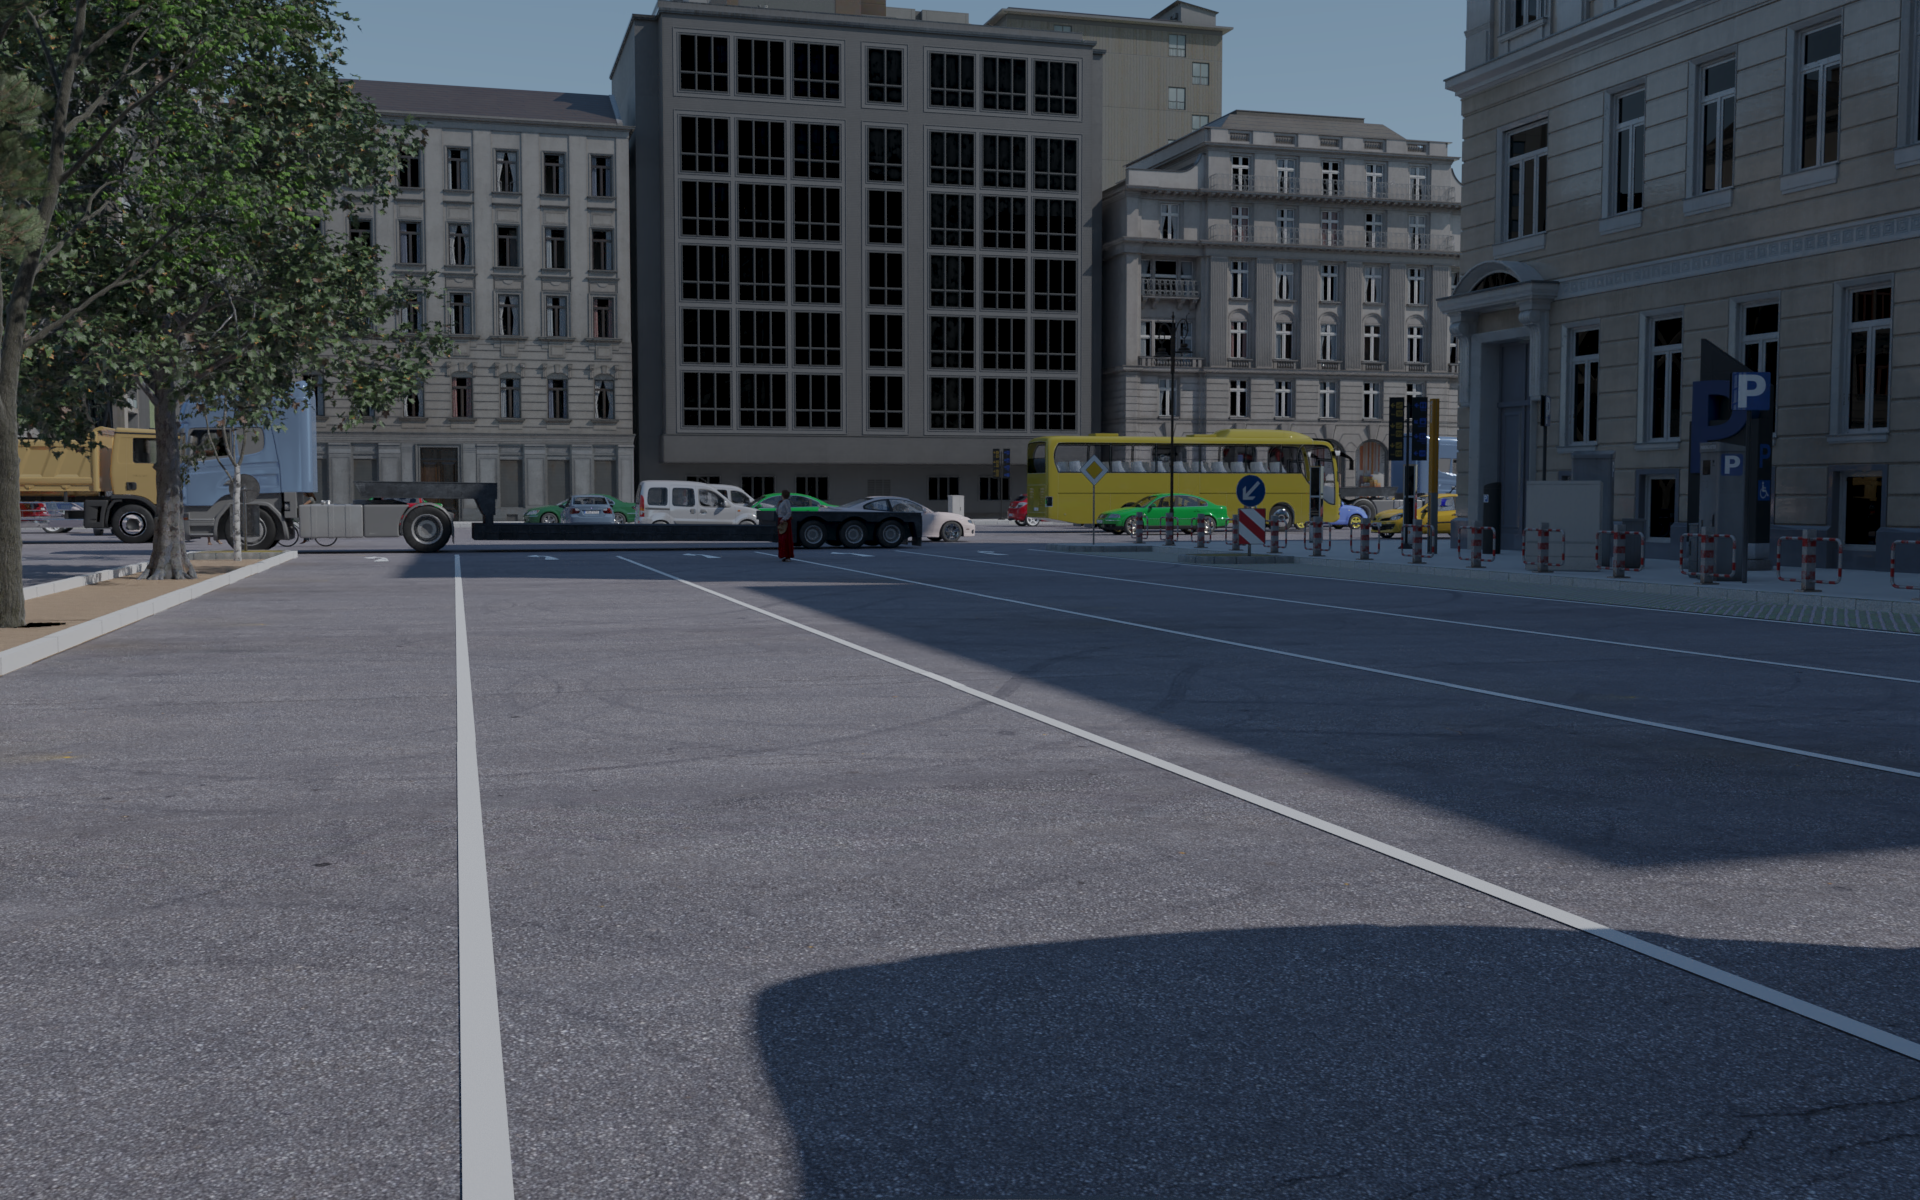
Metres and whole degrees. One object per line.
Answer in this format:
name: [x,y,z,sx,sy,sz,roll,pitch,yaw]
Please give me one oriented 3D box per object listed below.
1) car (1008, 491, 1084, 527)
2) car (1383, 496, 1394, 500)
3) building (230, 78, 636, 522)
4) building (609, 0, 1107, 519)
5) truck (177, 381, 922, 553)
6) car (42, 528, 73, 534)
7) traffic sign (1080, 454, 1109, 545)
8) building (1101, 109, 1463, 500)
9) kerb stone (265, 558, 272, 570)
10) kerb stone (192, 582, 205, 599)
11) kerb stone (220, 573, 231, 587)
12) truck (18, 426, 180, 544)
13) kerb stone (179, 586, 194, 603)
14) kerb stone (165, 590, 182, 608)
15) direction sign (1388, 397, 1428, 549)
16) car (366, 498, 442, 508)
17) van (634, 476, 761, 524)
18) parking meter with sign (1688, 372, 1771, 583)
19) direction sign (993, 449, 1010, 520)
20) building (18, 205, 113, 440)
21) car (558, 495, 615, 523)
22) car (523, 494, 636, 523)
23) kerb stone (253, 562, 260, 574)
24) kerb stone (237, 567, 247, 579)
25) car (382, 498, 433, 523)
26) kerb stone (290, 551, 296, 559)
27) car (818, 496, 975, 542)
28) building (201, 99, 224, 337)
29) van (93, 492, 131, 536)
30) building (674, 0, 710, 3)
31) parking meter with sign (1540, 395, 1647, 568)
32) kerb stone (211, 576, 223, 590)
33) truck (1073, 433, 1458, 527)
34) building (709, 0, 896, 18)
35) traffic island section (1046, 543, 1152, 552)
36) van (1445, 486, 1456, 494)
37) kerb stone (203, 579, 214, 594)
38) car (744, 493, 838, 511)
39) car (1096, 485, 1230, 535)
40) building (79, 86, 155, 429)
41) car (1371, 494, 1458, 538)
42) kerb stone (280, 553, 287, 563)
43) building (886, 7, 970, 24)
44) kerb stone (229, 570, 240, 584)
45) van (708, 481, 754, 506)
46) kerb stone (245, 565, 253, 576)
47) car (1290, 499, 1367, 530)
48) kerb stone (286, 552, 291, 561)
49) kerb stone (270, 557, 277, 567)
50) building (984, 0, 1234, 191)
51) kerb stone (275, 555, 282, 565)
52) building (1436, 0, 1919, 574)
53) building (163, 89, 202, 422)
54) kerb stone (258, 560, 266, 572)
car: [4.363,-4.163,77.103,4.494,1.783,2.155,-1,4,-15]
car: [20.381,-4.363,81.558,3.980,1.641,2.015,-1,4,-17]
building: [-25.347,-14.358,83.907,18.267,20.994,9.793,-1,4,-16]
building: [-5.607,-18.226,91.507,24.014,27.812,14.314,-1,4,-16]
truck: [-10.290,-3.307,43.831,18.799,4.110,2.967,-1,4,-17]
car: [-34.604,-3.337,63.230,5.304,1.827,2.281,-1,4,-17]
traffic sign: [3.384,-2.459,43.841,0.795,2.450,0.064,-1,4,-16]
building: [17.892,-15.605,96.950,24.055,21.916,13.314,-1,4,-16]
kerb stone: [-13.234,-0.655,32.900,0.120,0.150,1.000,-1,4,-16]
kerb stone: [-10.629,-0.107,23.983,0.120,0.150,1.000,-1,4,-16]
kerb stone: [-11.509,-0.290,26.959,0.120,0.150,1.000,-1,4,-16]
truck: [-26.257,-3.341,50.545,9.791,3.379,3.469,-1,4,-16]
kerb stone: [-10.345,-0.048,22.988,0.120,0.150,1.000,-1,4,-16]
kerb stone: [-10.058,0.012,22.001,0.120,0.150,1.000,-1,4,-16]
direction sign: [10.452,-2.965,40.470,0.876,3.537,0.379,0,4,7]
car: [-23.620,-3.817,71.202,4.718,1.807,1.959,-1,4,-17]
van: [-7.996,-2.849,53.598,4.112,2.044,2.013,-1,4,-16]
parking meter with sign: [11.306,-1.797,25.647,0.543,3.016,1.738,0,4,1]
direction sign: [2.064,-5.766,86.275,0.876,3.537,0.379,1,4,12]
building: [-48.173,-12.977,79.626,16.811,18.784,16.820,-1,4,-16]
car: [-13.801,-3.187,64.102,2.014,1.417,4.499,-1,4,-16]
car: [-15.952,-3.754,73.169,4.920,1.459,2.131,-1,4,-18]
kerb stone: [-12.662,-0.534,30.926,0.120,0.150,1.000,-1,4,-16]
kerb stone: [-12.083,-0.409,28.940,0.120,0.150,1.000,-1,4,-16]
car: [-19.718,-3.195,61.279,2.155,1.783,4.494,-1,4,-16]
kerb stone: [-14.682,-0.957,37.843,0.120,0.150,1.000,-1,4,-16]
car: [-1.910,-2.423,51.979,4.827,1.381,2.083,-1,4,-18]
building: [-109.199,-48.375,229.189,20.611,71.187,20.563,-1,4,-16]
van: [-29.388,-3.311,61.153,2.013,2.044,4.112,-1,4,-14]
building: [-19.808,-39.218,183.220,21.231,58.520,28.212,-1,4,-16]
parking meter with sign: [11.069,-2.080,30.270,1.738,3.016,0.543,2,4,28]
kerb stone: [-11.218,-0.231,25.971,0.120,0.150,1.000,-1,4,-16]
truck: [14.111,-5.209,74.930,18.799,4.110,2.967,-1,4,-16]
building: [-14.031,-30.488,148.589,14.600,45.320,14.200,-1,4,-16]
traffic island section: [3.404,-1.324,43.924,2.009,0.180,2.903,-1,4,-16]
van: [21.424,-3.956,69.058,5.245,2.365,2.240,-1,4,-15]
kerb stone: [-10.926,-0.167,24.981,0.120,0.150,1.000,-1,4,-16]
car: [-6.273,-3.056,58.756,4.718,1.807,1.959,-1,4,-15]
car: [7.129,-3.200,61.112,4.718,1.807,1.959,-1,4,-15]
building: [-69.984,-27.415,131.824,14.154,41.232,14.086,-1,4,-16]
car: [15.308,-2.817,56.276,3.980,1.641,2.015,-1,4,-17]
kerb stone: [-14.100,-0.836,35.865,0.120,0.150,1.000,-1,4,-16]
building: [-5.379,-50.245,259.755,20.611,71.187,20.563,-1,4,-16]
kerb stone: [-11.787,-0.349,27.949,0.120,0.150,1.000,-1,4,-16]
van: [-9.516,-3.994,72.306,4.112,2.044,2.013,-1,4,-17]
kerb stone: [-12.374,-0.473,29.926,0.120,0.150,1.000,-1,4,-16]
car: [14.753,-3.728,70.546,3.694,1.707,1.945,-1,4,-15]
kerb stone: [-14.391,-0.896,36.851,0.120,0.150,1.000,-1,4,-16]
kerb stone: [-13.527,-0.715,33.886,0.120,0.150,1.000,-1,4,-16]
building: [11.309,-36.856,191.826,27.495,52.752,28.713,-1,4,-16]
kerb stone: [-13.815,-0.775,34.875,0.120,0.150,1.000,-1,4,-16]
building: [20.290,-15.084,32.531,13.634,28.700,20.117,-1,4,-16]
building: [-88.606,-38.224,166.960,28.212,58.520,21.231,-1,4,-16]
kerb stone: [-12.946,-0.588,31.914,0.120,0.150,1.000,-1,4,-16]
